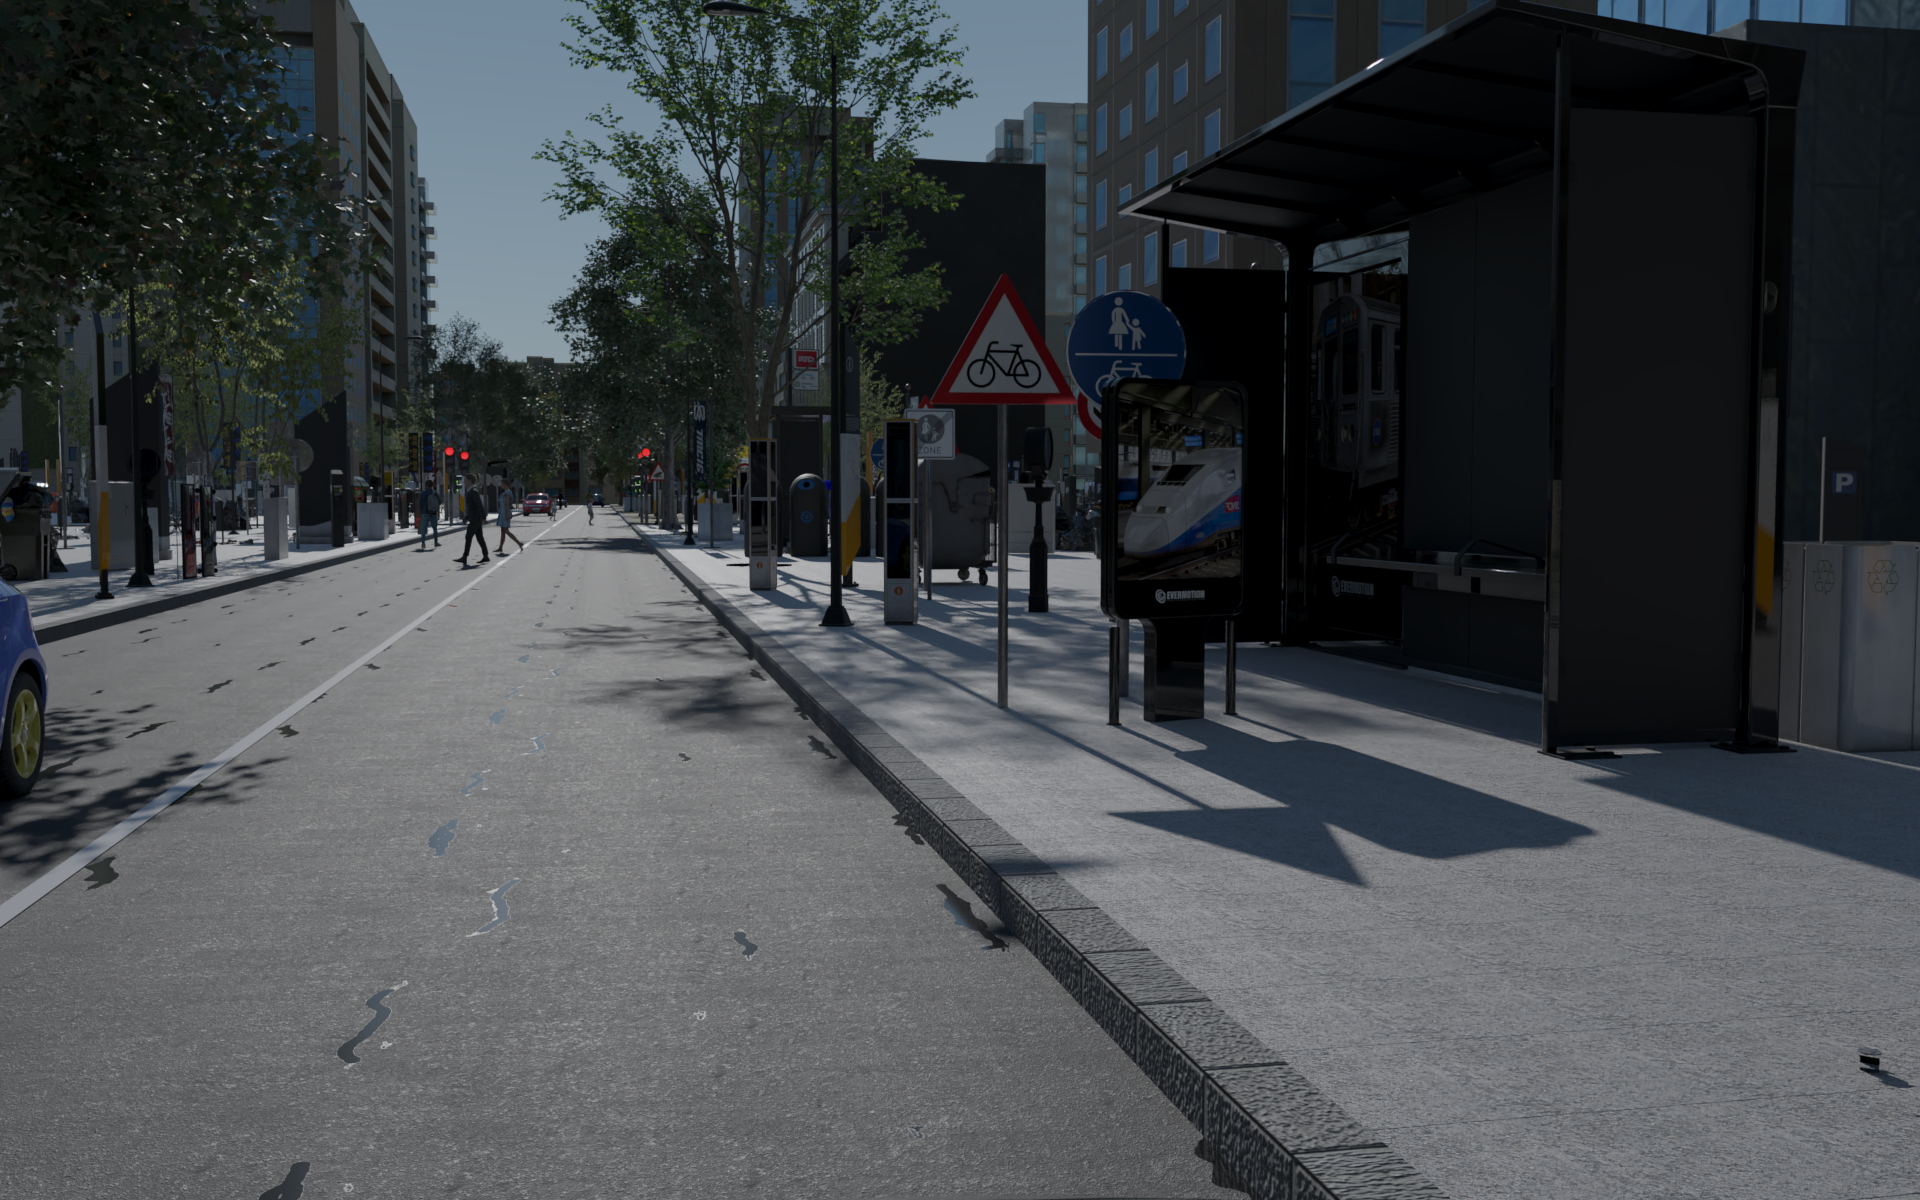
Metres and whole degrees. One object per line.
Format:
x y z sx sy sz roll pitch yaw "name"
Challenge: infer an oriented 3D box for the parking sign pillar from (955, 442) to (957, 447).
-0.379 -6.200 89.839 1.447 3.967 1.447 -2 4 -26 "parking sign pillar"

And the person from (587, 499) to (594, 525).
-17.240 -4.100 80.547 0.382 1.210 0.505 -2 4 -35 "person"

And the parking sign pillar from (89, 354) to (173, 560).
-16.121 -2.761 33.622 1.447 3.967 1.447 0 4 -4 "parking sign pillar"

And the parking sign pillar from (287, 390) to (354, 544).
-16.560 -3.458 45.018 1.447 3.967 1.447 0 4 -7 "parking sign pillar"

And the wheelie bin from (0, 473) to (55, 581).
-13.937 -1.097 25.848 0.693 1.594 0.980 -1 4 -13 "wheelie bin"

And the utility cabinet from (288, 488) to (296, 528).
-24.592 -3.402 64.300 0.318 1.500 1.173 -3 4 -38 "utility cabinet"

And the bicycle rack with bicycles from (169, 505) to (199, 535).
-25.187 -2.531 54.762 2.925 0.926 2.852 1 4 23 "bicycle rack with bicycles"

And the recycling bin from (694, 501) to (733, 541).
-6.755 -2.155 47.793 0.722 1.027 0.722 -3 5 -42 "recycling bin"

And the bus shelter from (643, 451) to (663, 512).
-21.199 -8.760 120.853 2.179 5.291 8.768 -1 4 -12 "bus shelter"

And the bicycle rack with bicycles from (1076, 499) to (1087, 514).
9.407 -6.675 122.524 2.925 0.926 2.852 2 4 33 "bicycle rack with bicycles"

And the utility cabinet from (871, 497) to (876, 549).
-1.835 -1.806 40.692 1.020 1.237 0.306 0 4 6 "utility cabinet"

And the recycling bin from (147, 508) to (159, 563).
-15.248 -1.181 31.861 0.722 1.027 0.722 0 4 -3 "recycling bin"

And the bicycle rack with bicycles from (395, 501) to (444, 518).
-29.777 -4.984 94.875 2.925 0.926 2.852 3 5 42 "bicycle rack with bicycles"

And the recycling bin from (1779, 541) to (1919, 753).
4.684 0.220 8.960 0.722 1.027 0.722 -1 4 -9 "recycling bin"

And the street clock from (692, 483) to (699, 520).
-12.866 -4.887 84.471 0.358 2.002 0.471 1 4 20 "street clock"

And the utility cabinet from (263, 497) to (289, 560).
-13.502 -1.407 34.166 0.306 1.237 1.020 -1 4 -12 "utility cabinet"

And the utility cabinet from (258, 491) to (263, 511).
-52.559 -7.475 130.892 1.173 1.500 0.318 0 4 2 "utility cabinet"

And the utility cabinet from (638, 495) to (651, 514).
-20.406 -6.167 111.988 0.306 1.237 1.020 -3 5 -42 "utility cabinet"

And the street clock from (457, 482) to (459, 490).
-30.142 -6.088 104.107 0.358 2.002 0.471 -2 4 -31 "street clock"

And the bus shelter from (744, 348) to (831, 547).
-4.444 -4.144 45.391 2.179 5.291 8.768 -1 4 -12 "bus shelter"

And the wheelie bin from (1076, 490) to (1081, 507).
8.357 -7.233 126.171 0.980 1.594 0.693 1 4 19 "wheelie bin"

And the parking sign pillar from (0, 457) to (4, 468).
-70.297 -8.417 126.089 1.447 3.967 1.447 -2 4 -29 "parking sign pillar"

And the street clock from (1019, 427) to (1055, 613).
0.854 -0.869 18.778 0.358 2.002 0.471 1 4 15 "street clock"

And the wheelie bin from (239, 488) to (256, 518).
-38.811 -5.294 94.467 0.980 1.594 0.693 -1 4 -23 "wheelie bin"

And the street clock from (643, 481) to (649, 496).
-17.241 -5.544 95.212 0.358 2.002 0.471 0 4 -2 "street clock"

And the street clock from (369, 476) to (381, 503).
-23.140 -3.918 68.631 0.471 2.002 0.358 1 4 22 "street clock"

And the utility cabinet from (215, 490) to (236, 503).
-40.868 -5.358 96.286 1.173 1.500 0.318 -3 5 -40 "utility cabinet"

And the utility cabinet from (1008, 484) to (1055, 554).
1.427 -1.730 36.957 1.173 1.500 0.318 1 4 14 "utility cabinet"

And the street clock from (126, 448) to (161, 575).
-12.881 -1.394 27.370 0.471 2.002 0.358 -3 5 -41 "street clock"

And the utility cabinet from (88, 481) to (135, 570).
-14.257 -1.260 29.272 0.318 1.500 1.173 0 3 0 "utility cabinet"

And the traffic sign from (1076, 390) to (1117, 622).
1.536 -1.054 17.341 0.768 2.556 0.104 0 4 -4 "traffic sign"

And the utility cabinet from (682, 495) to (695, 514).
-16.949 -5.972 108.800 1.020 1.237 0.306 1 4 10 "utility cabinet"

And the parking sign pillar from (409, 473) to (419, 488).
-41.315 -8.738 131.332 1.447 3.967 1.447 0 4 3 "parking sign pillar"

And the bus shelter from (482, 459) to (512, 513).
-31.786 -7.817 119.091 1.731 3.624 6.357 -1 4 -12 "bus shelter"

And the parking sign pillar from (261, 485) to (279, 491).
-41.342 -7.160 105.539 1.447 3.967 1.447 1 4 10 "parking sign pillar"

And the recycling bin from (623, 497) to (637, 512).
-24.008 -6.907 125.481 0.722 1.027 0.722 -1 4 -18 "recycling bin"

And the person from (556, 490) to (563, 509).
-38.110 -9.593 164.980 0.705 1.869 1.348 -3 5 -43 "person"

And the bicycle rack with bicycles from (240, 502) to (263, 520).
-34.951 -4.314 83.909 2.852 0.926 2.925 -3 5 -45 "bicycle rack with bicycles"

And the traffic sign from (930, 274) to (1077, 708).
0.256 -0.631 10.328 0.884 2.594 0.081 -1 4 -10 "traffic sign"

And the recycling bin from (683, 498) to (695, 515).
-16.324 -5.657 105.045 0.722 1.027 0.722 -2 4 -33 "recycling bin"

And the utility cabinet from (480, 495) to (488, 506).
-31.312 -6.185 112.284 1.020 1.237 0.306 0 4 4 "utility cabinet"

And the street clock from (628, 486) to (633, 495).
-27.692 -8.629 145.650 0.471 2.002 0.358 3 5 45 "street clock"

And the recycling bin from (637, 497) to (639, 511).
-24.961 -7.319 132.221 0.722 1.027 0.722 1 4 14 "recycling bin"

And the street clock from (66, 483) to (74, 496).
-57.291 -6.542 111.529 0.471 2.002 0.358 2 4 26 "street clock"

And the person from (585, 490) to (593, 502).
-37.233 -10.113 173.947 0.705 1.812 1.348 1 4 22 "person"

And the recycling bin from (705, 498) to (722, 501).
-14.181 -5.338 99.836 0.722 1.027 0.722 3 5 42 "recycling bin"

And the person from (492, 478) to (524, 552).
-11.080 -2.070 42.437 0.778 1.811 0.616 0 4 -2 "person"

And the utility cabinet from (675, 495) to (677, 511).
-16.542 -5.407 99.566 0.306 1.237 1.020 0 4 2 "utility cabinet"

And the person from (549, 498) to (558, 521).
-21.808 -4.860 92.975 0.382 1.210 0.505 1 4 17 "person"

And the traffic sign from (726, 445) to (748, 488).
-8.827 -4.777 71.974 2.265 3.308 0.079 -1 4 -10 "traffic sign"

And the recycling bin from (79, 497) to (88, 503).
-72.546 -7.978 142.991 0.722 1.027 0.722 1 4 16 "recycling bin"

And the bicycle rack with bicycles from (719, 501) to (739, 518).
-12.313 -4.936 94.090 2.925 0.926 2.852 -2 4 -34 "bicycle rack with bicycles"

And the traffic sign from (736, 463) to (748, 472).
-8.754 -4.309 70.556 0.768 2.556 0.104 0 4 -4 "traffic sign"

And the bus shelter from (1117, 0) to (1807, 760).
2.751 -1.232 11.434 1.731 3.624 6.357 -1 4 -12 "bus shelter"

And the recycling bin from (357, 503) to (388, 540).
-16.533 -2.215 48.764 0.722 1.027 0.722 -1 4 -9 "recycling bin"

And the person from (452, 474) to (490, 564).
-10.074 -1.675 35.671 0.755 1.850 0.659 -1 4 -12 "person"

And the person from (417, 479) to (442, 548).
-14.006 -2.269 45.577 0.794 1.824 0.713 1 4 12 "person"

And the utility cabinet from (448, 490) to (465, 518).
-27.012 -5.174 93.278 1.173 1.500 0.318 0 4 0 "utility cabinet"
